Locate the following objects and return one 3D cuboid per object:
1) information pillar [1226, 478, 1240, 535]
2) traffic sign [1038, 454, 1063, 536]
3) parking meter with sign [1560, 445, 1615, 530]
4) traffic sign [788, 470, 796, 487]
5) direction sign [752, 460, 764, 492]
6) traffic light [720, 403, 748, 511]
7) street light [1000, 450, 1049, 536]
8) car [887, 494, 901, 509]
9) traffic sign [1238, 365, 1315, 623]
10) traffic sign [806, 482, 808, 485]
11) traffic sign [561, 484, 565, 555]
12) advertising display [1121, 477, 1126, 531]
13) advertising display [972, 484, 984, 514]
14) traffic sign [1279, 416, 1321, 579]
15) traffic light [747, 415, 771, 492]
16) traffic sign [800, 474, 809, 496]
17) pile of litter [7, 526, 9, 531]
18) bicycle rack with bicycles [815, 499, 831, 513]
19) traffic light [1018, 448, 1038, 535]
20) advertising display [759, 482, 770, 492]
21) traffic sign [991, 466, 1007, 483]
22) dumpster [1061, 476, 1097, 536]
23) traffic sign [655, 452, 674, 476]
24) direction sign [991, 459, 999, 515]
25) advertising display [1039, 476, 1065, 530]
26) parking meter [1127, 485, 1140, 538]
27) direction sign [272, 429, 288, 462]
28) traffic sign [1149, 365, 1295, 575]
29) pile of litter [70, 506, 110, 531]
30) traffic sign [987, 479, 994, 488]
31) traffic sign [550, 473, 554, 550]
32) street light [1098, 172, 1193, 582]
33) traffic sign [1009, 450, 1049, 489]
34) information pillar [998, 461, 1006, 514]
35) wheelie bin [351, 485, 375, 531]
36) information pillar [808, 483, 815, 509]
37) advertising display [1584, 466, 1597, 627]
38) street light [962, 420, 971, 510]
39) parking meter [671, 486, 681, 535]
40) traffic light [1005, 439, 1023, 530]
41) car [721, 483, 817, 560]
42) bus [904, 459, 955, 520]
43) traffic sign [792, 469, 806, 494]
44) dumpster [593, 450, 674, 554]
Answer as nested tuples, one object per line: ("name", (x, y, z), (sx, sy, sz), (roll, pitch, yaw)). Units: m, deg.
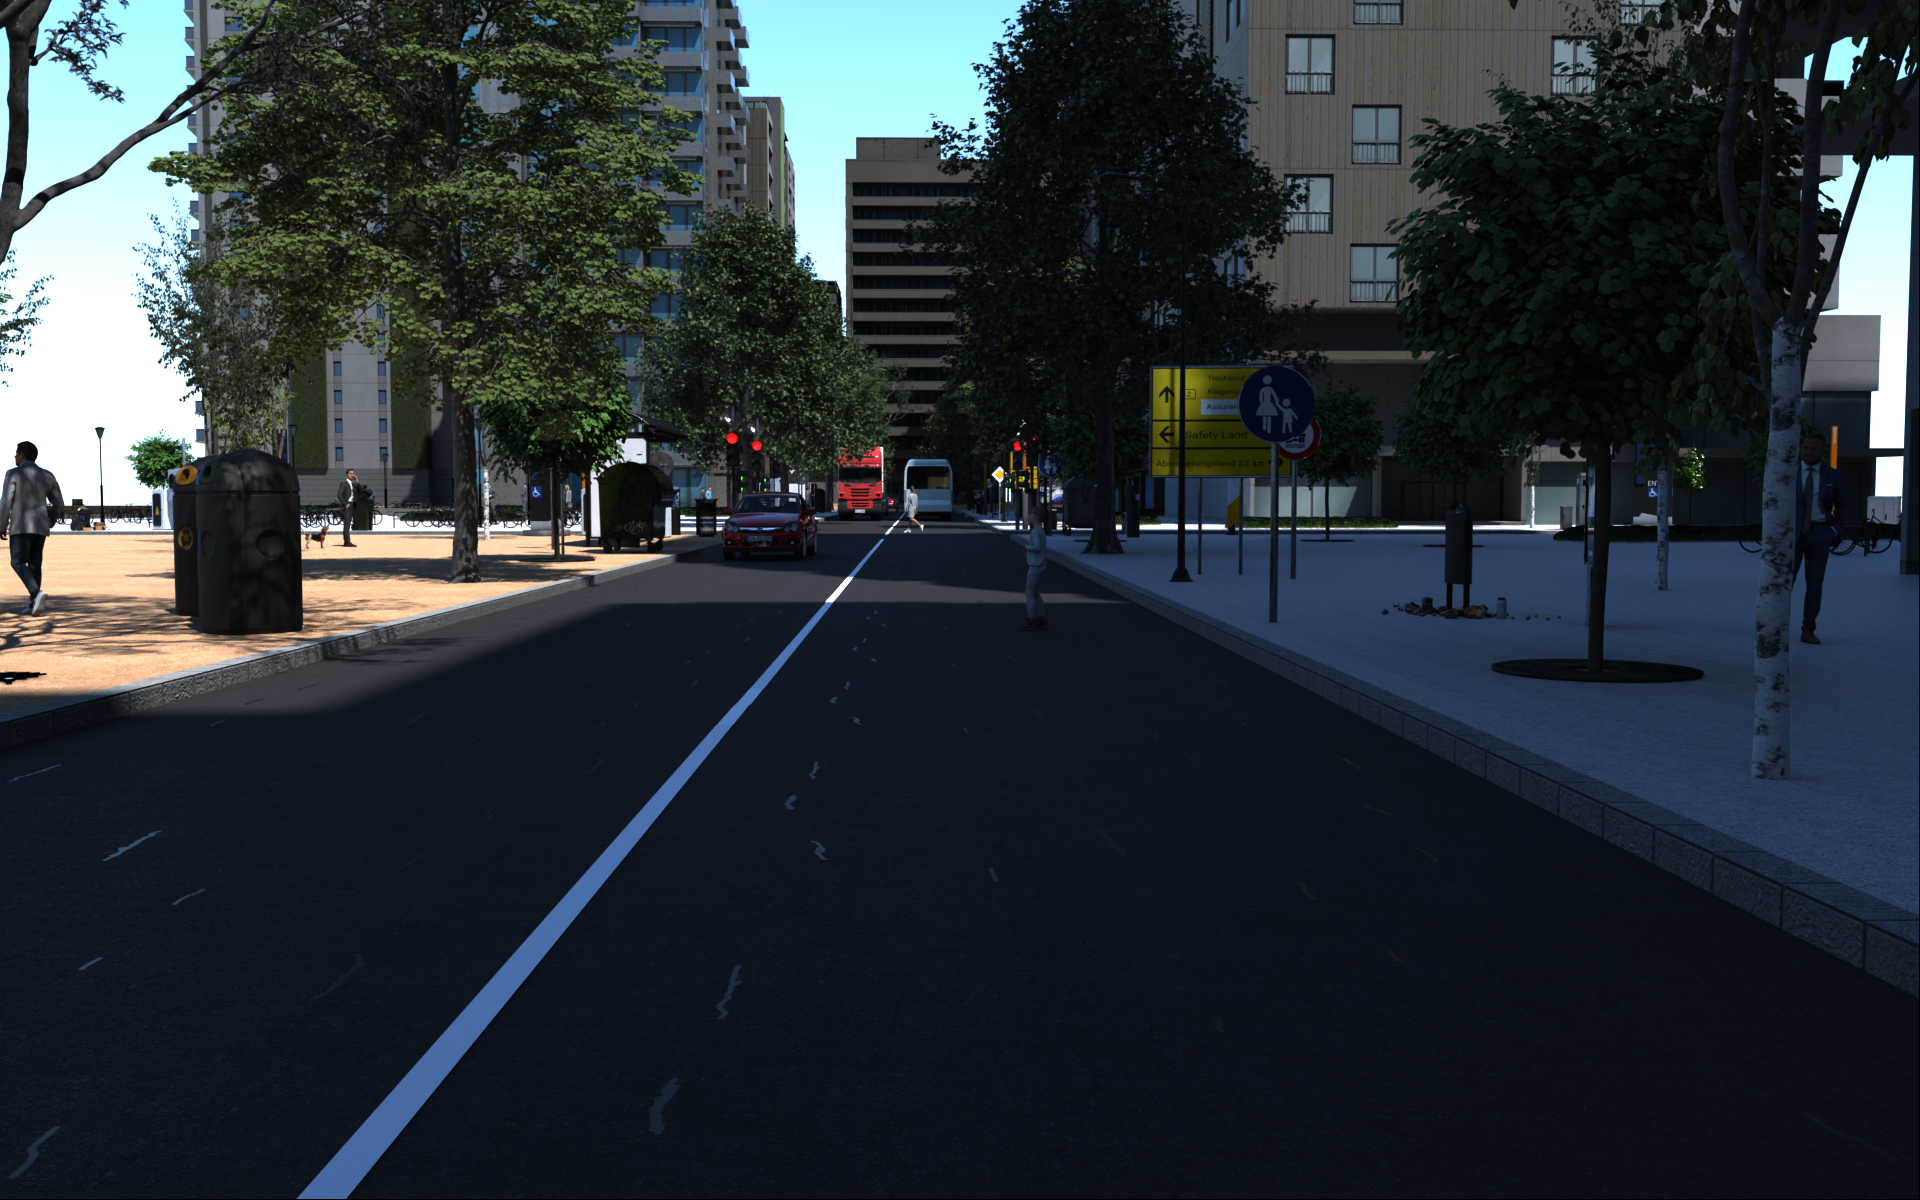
("information pillar", (8.588, -3.837, 54.085), (0.504, 3.616, 0.183), (2, 4, 26))
("traffic sign", (2.753, -3.210, 52.584), (0.768, 2.556, 0.104), (0, 4, 1))
("parking meter with sign", (22.361, -4.007, 61.776), (1.738, 3.016, 0.543), (0, 4, 5))
("traffic sign", (-8.841, -5.463, 89.331), (0.884, 2.594, 0.081), (0, 4, 5))
("direction sign", (-10.297, -5.838, 87.442), (0.876, 3.537, 0.379), (-1, 4, -15))
("traffic light", (-6.952, -3.937, 53.283), (0.839, 4.253, 0.868), (0, 4, -1))
("street light", (2.097, -4.951, 53.490), (1.470, 5.913, 1.316), (0, 4, -1))
("car", (-6.945, -9.944, 171.630), (2.155, 1.783, 4.494), (0, 4, -3))
("traffic sign", (3.134, -1.048, 17.247), (0.768, 2.556, 0.104), (0, 4, 1))
("traffic sign", (-10.387, -6.987, 114.346), (0.768, 2.556, 0.104), (0, 4, 2))
("traffic sign", (-8.428, -2.244, 36.696), (0.884, 2.594, 0.081), (0, 3, 0))
("advertising display", (5.778, -3.423, 61.179), (0.123, 1.923, 0.974), (0, 4, 7))
("advertising display", (1.260, -6.645, 113.860), (0.974, 1.923, 0.123), (-2, 4, -27))
("traffic sign", (5.034, -1.589, 26.091), (0.768, 2.556, 0.104), (0, 4, 1))
("traffic light", (-7.133, -4.425, 61.266), (0.839, 4.253, 0.868), (0, 4, -1))
("traffic sign", (-8.546, -5.714, 93.524), (0.768, 2.556, 0.104), (0, 4, 1))
("pile of litter", (-32.989, -2.881, 61.072), (1.719, 0.858, 1.176), (3, 5, 45))
("bicycle rack with bicycles", (-10.084, -6.339, 117.019), (2.925, 0.926, 2.852), (-2, 4, -28))
("traffic light", (2.206, -3.950, 53.505), (0.839, 4.253, 0.868), (0, 4, -1))
("advertising display", (-10.591, -5.400, 93.503), (0.974, 1.923, 0.123), (2, 4, 27))
("traffic sign", (1.900, -5.022, 81.841), (0.795, 2.593, 0.064), (0, 4, 7))
("dumpster", (3.799, -2.915, 53.415), (1.264, 1.857, 1.865), (0, 4, -1))
("traffic sign", (-9.073, -3.210, 52.583), (0.768, 2.556, 0.104), (0, 4, 4))
("direction sign", (2.168, -7.000, 106.446), (0.379, 3.537, 0.876), (-2, 4, -35))
("advertising display", (3.325, -3.504, 62.501), (0.974, 1.923, 0.123), (1, 4, 23))
("parking meter", (5.131, -2.619, 51.236), (0.372, 1.533, 0.369), (0, 3, 0))
("direction sign", (-23.702, -4.185, 60.421), (0.876, 3.537, 0.379), (3, 4, 36))
("traffic sign", (4.135, -2.052, 27.426), (2.265, 3.308, 0.079), (0, 4, 5))
("pile of litter", (-30.600, -2.878, 61.023), (1.176, 0.858, 1.719), (1, 4, 19))
("traffic sign", (2.028, -7.039, 117.213), (0.606, 2.300, 0.079), (0, 4, 6))
("traffic sign", (-9.400, -2.437, 39.949), (0.768, 2.556, 0.104), (0, 4, -1))
("street light", (2.699, -3.221, 25.203), (1.470, 5.913, 1.316), (0, 4, -1))
("traffic sign", (3.434, -5.305, 80.617), (2.265, 3.308, 0.079), (0, 4, 8))
("information pillar", (2.769, -7.494, 113.874), (0.504, 3.616, 0.183), (-1, 4, -20))
("wheelie bin", (-20.918, -3.230, 60.710), (0.693, 1.594, 0.980), (0, 4, 8))
("information pillar", (-9.523, -6.520, 111.093), (0.304, 2.012, 0.304), (-2, 4, -32))
("advertising display", (6.124, -0.701, 16.683), (0.123, 1.923, 0.974), (1, 4, 15))
("street light", (0.792, -8.297, 108.204), (1.470, 5.913, 1.316), (0, 4, -1))
("parking meter", (-8.931, -2.798, 54.153), (0.372, 1.533, 0.369), (0, 3, 0))
("traffic light", (2.026, -4.438, 61.489), (0.839, 4.253, 0.868), (0, 4, -1))
("car", (-4.270, -1.843, 39.179), (2.155, 1.783, 4.494), (0, 4, 0))
("bus", (-1.713, -6.307, 97.979), (2.948, 3.499, 13.247), (0, 4, 0))
("traffic sign", (-8.282, -5.437, 89.000), (0.768, 2.556, 0.104), (0, 4, 5))
("dumpster", (-7.167, -2.175, 38.052), (1.502, 2.255, 1.985), (0, 4, -1))
